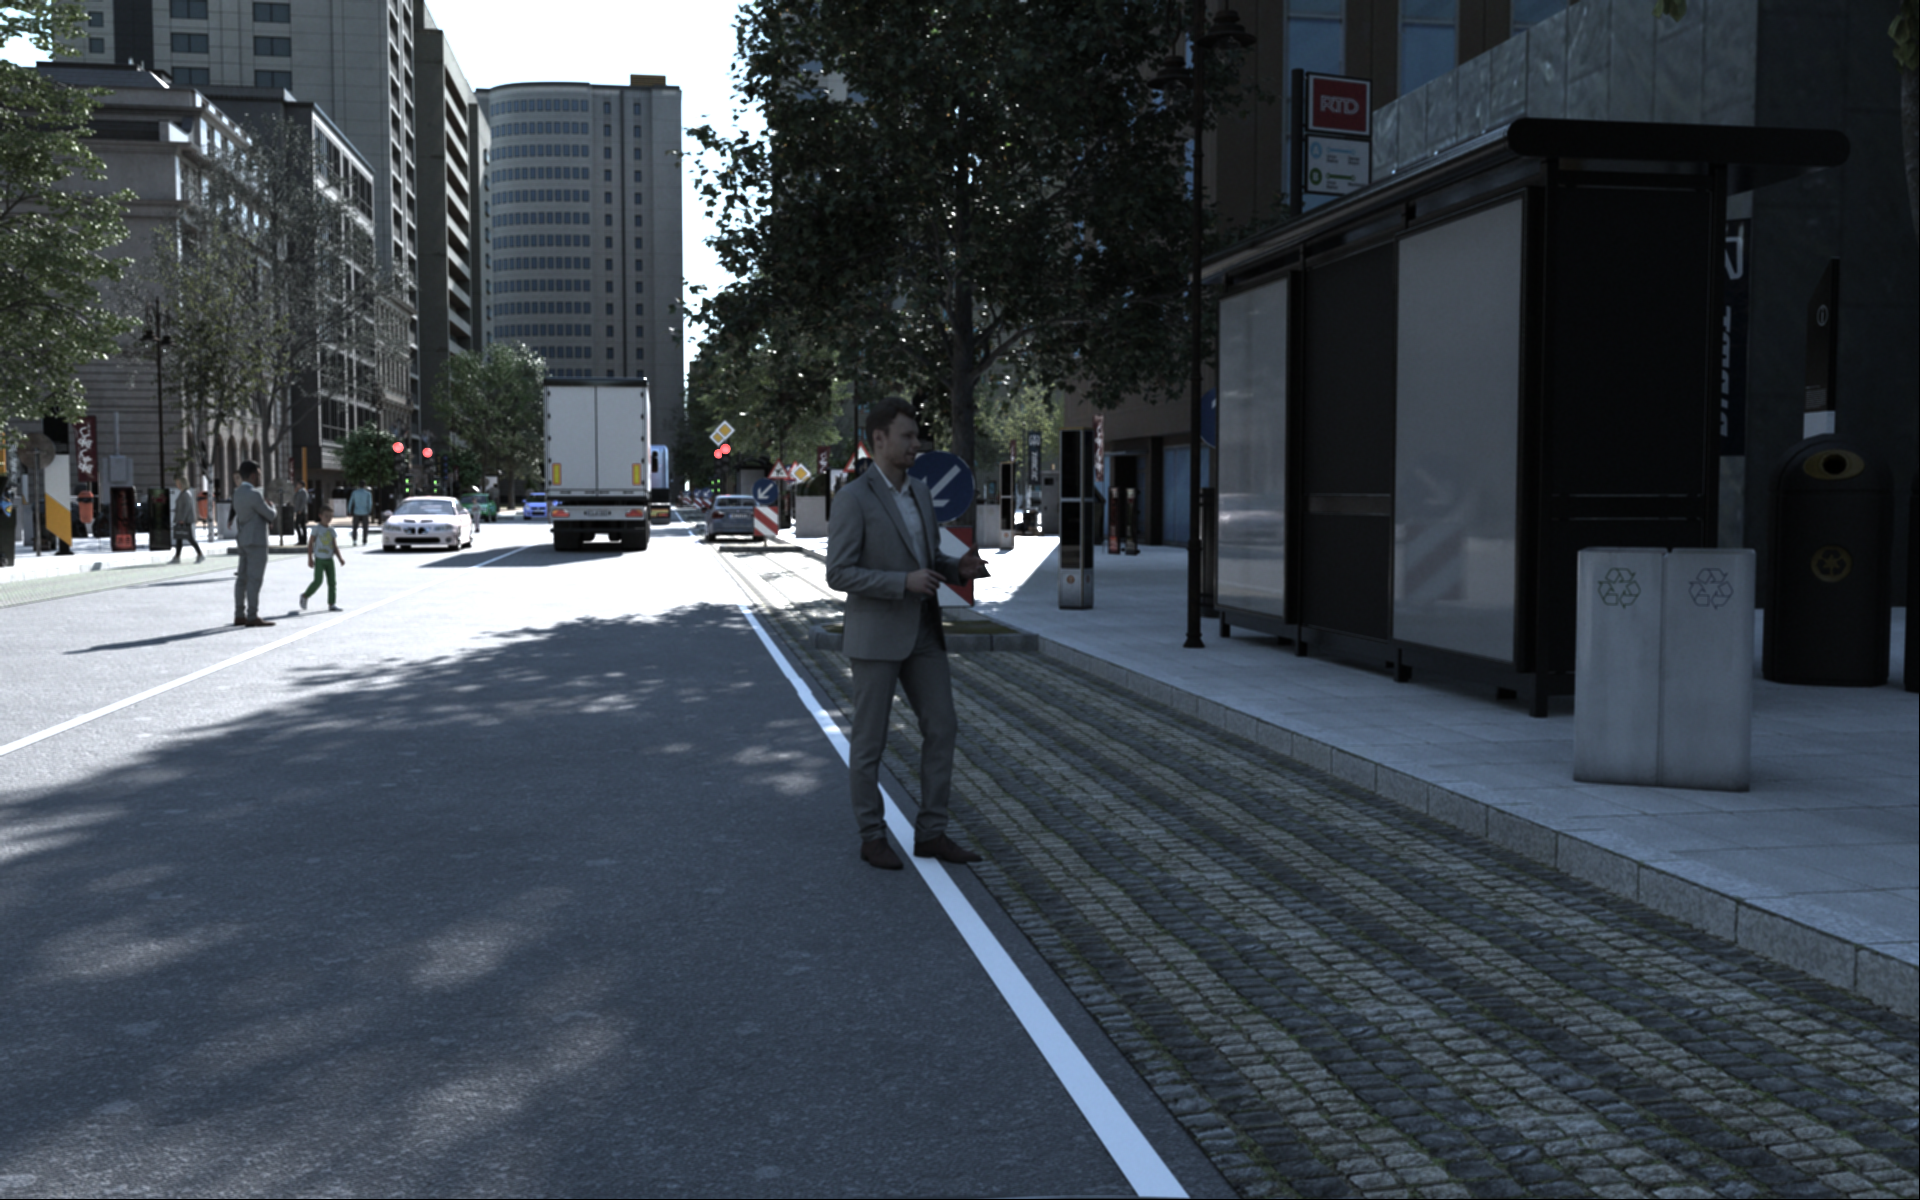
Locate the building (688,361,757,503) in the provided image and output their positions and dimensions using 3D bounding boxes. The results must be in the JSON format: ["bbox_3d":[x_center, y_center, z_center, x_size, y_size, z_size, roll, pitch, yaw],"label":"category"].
[{"bbox_3d":[-25.118,-25.037,254.398,28.899,21.520,27.650,-1,4,-10],"label":"building"}]

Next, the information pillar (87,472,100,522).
[{"bbox_3d":[-29.262,-3.303,58.498,0.304,2.012,0.304,3,5,45],"label":"information pillar"}]

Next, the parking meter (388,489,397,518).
[{"bbox_3d":[-25.664,-4.274,78.287,0.372,1.533,0.369,0,3,0],"label":"parking meter"}]

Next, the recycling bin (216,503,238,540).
[{"bbox_3d":[-20.679,-2.246,49.273,0.722,1.027,0.722,-3,4,-38],"label":"recycling bin"}]

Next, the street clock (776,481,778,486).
[{"bbox_3d":[-9.138,-5.136,88.544,0.471,2.002,0.358,-1,4,-21],"label":"street clock"}]

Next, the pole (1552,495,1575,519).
[{"bbox_3d":[5.451,-1.333,15.644,0.158,3.312,0.155,0,3,0],"label":"pole"}]

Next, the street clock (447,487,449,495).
[{"bbox_3d":[-39.870,-7.990,135.214,0.358,2.002,0.471,0,4,5],"label":"street clock"}]

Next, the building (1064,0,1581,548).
[{"bbox_3d":[11.085,-24.108,44.282,14.600,45.320,14.200,-1,4,-10],"label":"building"}]

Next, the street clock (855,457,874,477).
[{"bbox_3d":[-1.838,-1.823,34.381,0.471,2.002,0.358,0,4,4],"label":"street clock"}]

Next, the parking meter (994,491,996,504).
[{"bbox_3d":[2.330,-6.075,107.744,0.372,1.533,0.369,0,3,0],"label":"parking meter"}]

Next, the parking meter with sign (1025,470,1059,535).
[{"bbox_3d":[2.925,-3.580,54.789,1.738,3.016,0.543,1,4,16],"label":"parking meter with sign"}]

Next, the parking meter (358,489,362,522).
[{"bbox_3d":[-30.147,-4.810,87.055,0.372,1.533,0.369,0,3,0],"label":"parking meter"}]

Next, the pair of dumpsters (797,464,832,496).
[{"bbox_3d":[-4.606,-3.454,58.971,1.574,2.255,4.437,-1,4,-10],"label":"pair of dumpsters"}]

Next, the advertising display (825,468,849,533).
[{"bbox_3d":[-3.030,-2.302,42.844,0.123,1.923,0.974,2,4,25],"label":"advertising display"}]

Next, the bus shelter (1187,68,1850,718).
[{"bbox_3d":[3.360,-2.231,14.107,2.179,5.291,8.768,-1,4,-10],"label":"bus shelter"}]

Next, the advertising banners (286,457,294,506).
[{"bbox_3d":[-32.413,-5.318,83.139,2.074,3.025,0.090,3,5,43],"label":"advertising banners"}]

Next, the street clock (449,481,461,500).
[{"bbox_3d":[-27.821,-5.577,95.748,0.358,2.002,0.471,1,4,19],"label":"street clock"}]

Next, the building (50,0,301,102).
[{"bbox_3d":[-86.998,-46.247,194.389,20.611,71.187,20.563,-1,4,-10],"label":"building"}]

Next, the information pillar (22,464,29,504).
[{"bbox_3d":[-39.256,-4.977,72.723,0.183,3.616,0.504,-3,5,-44],"label":"information pillar"}]

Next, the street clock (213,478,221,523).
[{"bbox_3d":[-33.438,-4.490,77.975,0.358,2.002,0.471,-1,4,-21],"label":"street clock"}]

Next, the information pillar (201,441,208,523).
[{"bbox_3d":[-33.223,-5.188,76.182,0.183,3.616,0.504,0,4,-8],"label":"information pillar"}]

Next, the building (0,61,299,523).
[{"bbox_3d":[-42.476,-15.020,87.372,13.314,21.916,24.055,-1,4,-10],"label":"building"}]

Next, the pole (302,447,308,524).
[{"bbox_3d":[-28.425,-4.973,75.160,0.158,3.312,0.155,0,3,0],"label":"pole"}]

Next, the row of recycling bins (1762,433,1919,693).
[{"bbox_3d":[6.763,-0.226,10.805,1.069,1.692,3.534,-2,4,-35],"label":"row of recycling bins"}]

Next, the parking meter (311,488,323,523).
[{"bbox_3d":[-28.881,-4.256,78.003,0.372,1.533,0.369,0,3,0],"label":"parking meter"}]

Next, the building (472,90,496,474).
[{"bbox_3d":[-65.170,-35.129,198.053,21.600,48.544,21.300,-1,4,-10],"label":"building"}]

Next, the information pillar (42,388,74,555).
[{"bbox_3d":[-18.871,-2.744,36.214,0.504,3.616,0.183,-3,4,-36],"label":"information pillar"}]

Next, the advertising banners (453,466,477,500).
[{"bbox_3d":[-30.218,-6.706,105.828,2.074,3.025,0.090,2,4,30],"label":"advertising banners"}]

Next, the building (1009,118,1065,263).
[{"bbox_3d":[14.987,-36.038,212.916,21.600,48.544,21.300,-1,4,-10],"label":"building"}]

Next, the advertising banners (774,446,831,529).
[{"bbox_3d":[-5.696,-4.096,63.163,2.074,3.025,0.090,1,4,11],"label":"advertising banners"}]

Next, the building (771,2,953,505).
[{"bbox_3d":[-11.550,-40.439,203.169,21.231,58.520,28.212,-1,4,-10],"label":"building"}]

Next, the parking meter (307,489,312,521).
[{"bbox_3d":[-30.639,-4.488,81.795,0.372,1.533,0.369,0,3,0],"label":"parking meter"}]

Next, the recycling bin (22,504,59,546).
[{"bbox_3d":[-22.824,-1.873,43.175,0.722,1.027,0.722,0,4,2],"label":"recycling bin"}]

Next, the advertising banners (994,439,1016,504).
[{"bbox_3d":[1.470,-3.676,56.283,0.090,3.025,2.074,-1,4,-16],"label":"advertising banners"}]

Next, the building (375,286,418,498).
[{"bbox_3d":[-48.179,-16.399,132.745,10.561,19.102,19.286,-1,4,-10],"label":"building"}]

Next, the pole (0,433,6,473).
[{"bbox_3d":[-31.743,-3.890,57.452,0.158,3.312,0.155,0,3,0],"label":"pole"}]

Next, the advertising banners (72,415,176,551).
[{"bbox_3d":[-18.782,-2.611,38.884,2.074,3.025,0.090,-2,4,-33],"label":"advertising banners"}]

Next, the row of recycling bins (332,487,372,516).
[{"bbox_3d":[-35.859,-5.819,102.255,3.534,1.692,1.069,3,4,37],"label":"row of recycling bins"}]

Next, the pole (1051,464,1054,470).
[{"bbox_3d":[6.313,-7.581,117.784,0.158,3.312,0.155,0,3,0],"label":"pole"}]

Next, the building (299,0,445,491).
[{"bbox_3d":[-56.627,-43.615,151.350,20.563,71.187,20.611,-1,4,-10],"label":"building"}]

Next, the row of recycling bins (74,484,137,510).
[{"bbox_3d":[-35.250,-3.932,71.403,1.069,1.692,3.534,0,4,7],"label":"row of recycling bins"}]

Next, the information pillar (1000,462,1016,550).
[{"bbox_3d":[1.100,-2.170,39.976,0.304,2.012,0.304,1,4,15],"label":"information pillar"}]

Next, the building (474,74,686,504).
[{"bbox_3d":[-53.375,-42.989,244.874,28.212,58.520,21.231,-1,4,-10],"label":"building"}]

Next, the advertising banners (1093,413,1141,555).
[{"bbox_3d":[3.312,-2.495,36.981,0.090,3.025,2.074,-1,4,-23],"label":"advertising banners"}]

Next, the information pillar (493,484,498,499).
[{"bbox_3d":[-33.199,-7.311,124.020,0.304,2.012,0.304,0,4,3],"label":"information pillar"}]

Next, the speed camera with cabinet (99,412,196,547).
[{"bbox_3d":[-19.845,-2.933,42.298,2.038,3.252,0.660,-2,4,-34],"label":"speed camera with cabinet"}]

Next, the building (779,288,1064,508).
[{"bbox_3d":[-3.722,-20.285,176.705,27.650,21.520,28.899,-1,4,-10],"label":"building"}]

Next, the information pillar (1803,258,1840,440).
[{"bbox_3d":[8.669,-1.597,17.474,0.183,3.616,0.504,0,4,0],"label":"information pillar"}]

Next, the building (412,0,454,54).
[{"bbox_3d":[-61.009,-33.598,173.035,21.300,48.544,21.600,-1,4,-10],"label":"building"}]

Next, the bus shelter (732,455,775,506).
[{"bbox_3d":[-10.769,-5.964,91.438,2.014,3.302,5.546,-1,4,-10],"label":"bus shelter"}]

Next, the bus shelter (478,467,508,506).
[{"bbox_3d":[-36.004,-8.517,133.175,2.014,3.302,5.546,-1,4,-10],"label":"bus shelter"}]

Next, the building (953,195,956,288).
[{"bbox_3d":[-2.066,-36.736,250.745,14.200,45.320,14.600,-1,4,-10],"label":"building"}]

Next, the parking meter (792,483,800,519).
[{"bbox_3d":[-8.312,-5.021,87.803,0.255,1.863,0.399,2,4,26],"label":"parking meter"}]

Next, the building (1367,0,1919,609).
[{"bbox_3d":[20.569,-42.874,13.658,22.319,86.520,31.000,-1,4,-10],"label":"building"}]

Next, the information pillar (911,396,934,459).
[{"bbox_3d":[-0.738,-2.655,34.756,0.504,3.616,0.183,-1,4,-21],"label":"information pillar"}]

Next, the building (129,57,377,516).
[{"bbox_3d":[-46.440,-19.410,110.854,14.314,27.812,24.014,-1,4,-10],"label":"building"}]

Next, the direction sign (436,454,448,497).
[{"bbox_3d":[-29.569,-6.537,98.885,0.379,3.537,0.876,2,4,29],"label":"direction sign"}]

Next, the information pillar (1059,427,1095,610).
[{"bbox_3d":[1.295,-0.903,19.259,0.304,2.012,0.304,2,4,29],"label":"information pillar"}]

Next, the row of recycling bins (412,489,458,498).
[{"bbox_3d":[-38.936,-7.447,128.864,3.534,1.692,1.069,-2,4,-27],"label":"row of recycling bins"}]
